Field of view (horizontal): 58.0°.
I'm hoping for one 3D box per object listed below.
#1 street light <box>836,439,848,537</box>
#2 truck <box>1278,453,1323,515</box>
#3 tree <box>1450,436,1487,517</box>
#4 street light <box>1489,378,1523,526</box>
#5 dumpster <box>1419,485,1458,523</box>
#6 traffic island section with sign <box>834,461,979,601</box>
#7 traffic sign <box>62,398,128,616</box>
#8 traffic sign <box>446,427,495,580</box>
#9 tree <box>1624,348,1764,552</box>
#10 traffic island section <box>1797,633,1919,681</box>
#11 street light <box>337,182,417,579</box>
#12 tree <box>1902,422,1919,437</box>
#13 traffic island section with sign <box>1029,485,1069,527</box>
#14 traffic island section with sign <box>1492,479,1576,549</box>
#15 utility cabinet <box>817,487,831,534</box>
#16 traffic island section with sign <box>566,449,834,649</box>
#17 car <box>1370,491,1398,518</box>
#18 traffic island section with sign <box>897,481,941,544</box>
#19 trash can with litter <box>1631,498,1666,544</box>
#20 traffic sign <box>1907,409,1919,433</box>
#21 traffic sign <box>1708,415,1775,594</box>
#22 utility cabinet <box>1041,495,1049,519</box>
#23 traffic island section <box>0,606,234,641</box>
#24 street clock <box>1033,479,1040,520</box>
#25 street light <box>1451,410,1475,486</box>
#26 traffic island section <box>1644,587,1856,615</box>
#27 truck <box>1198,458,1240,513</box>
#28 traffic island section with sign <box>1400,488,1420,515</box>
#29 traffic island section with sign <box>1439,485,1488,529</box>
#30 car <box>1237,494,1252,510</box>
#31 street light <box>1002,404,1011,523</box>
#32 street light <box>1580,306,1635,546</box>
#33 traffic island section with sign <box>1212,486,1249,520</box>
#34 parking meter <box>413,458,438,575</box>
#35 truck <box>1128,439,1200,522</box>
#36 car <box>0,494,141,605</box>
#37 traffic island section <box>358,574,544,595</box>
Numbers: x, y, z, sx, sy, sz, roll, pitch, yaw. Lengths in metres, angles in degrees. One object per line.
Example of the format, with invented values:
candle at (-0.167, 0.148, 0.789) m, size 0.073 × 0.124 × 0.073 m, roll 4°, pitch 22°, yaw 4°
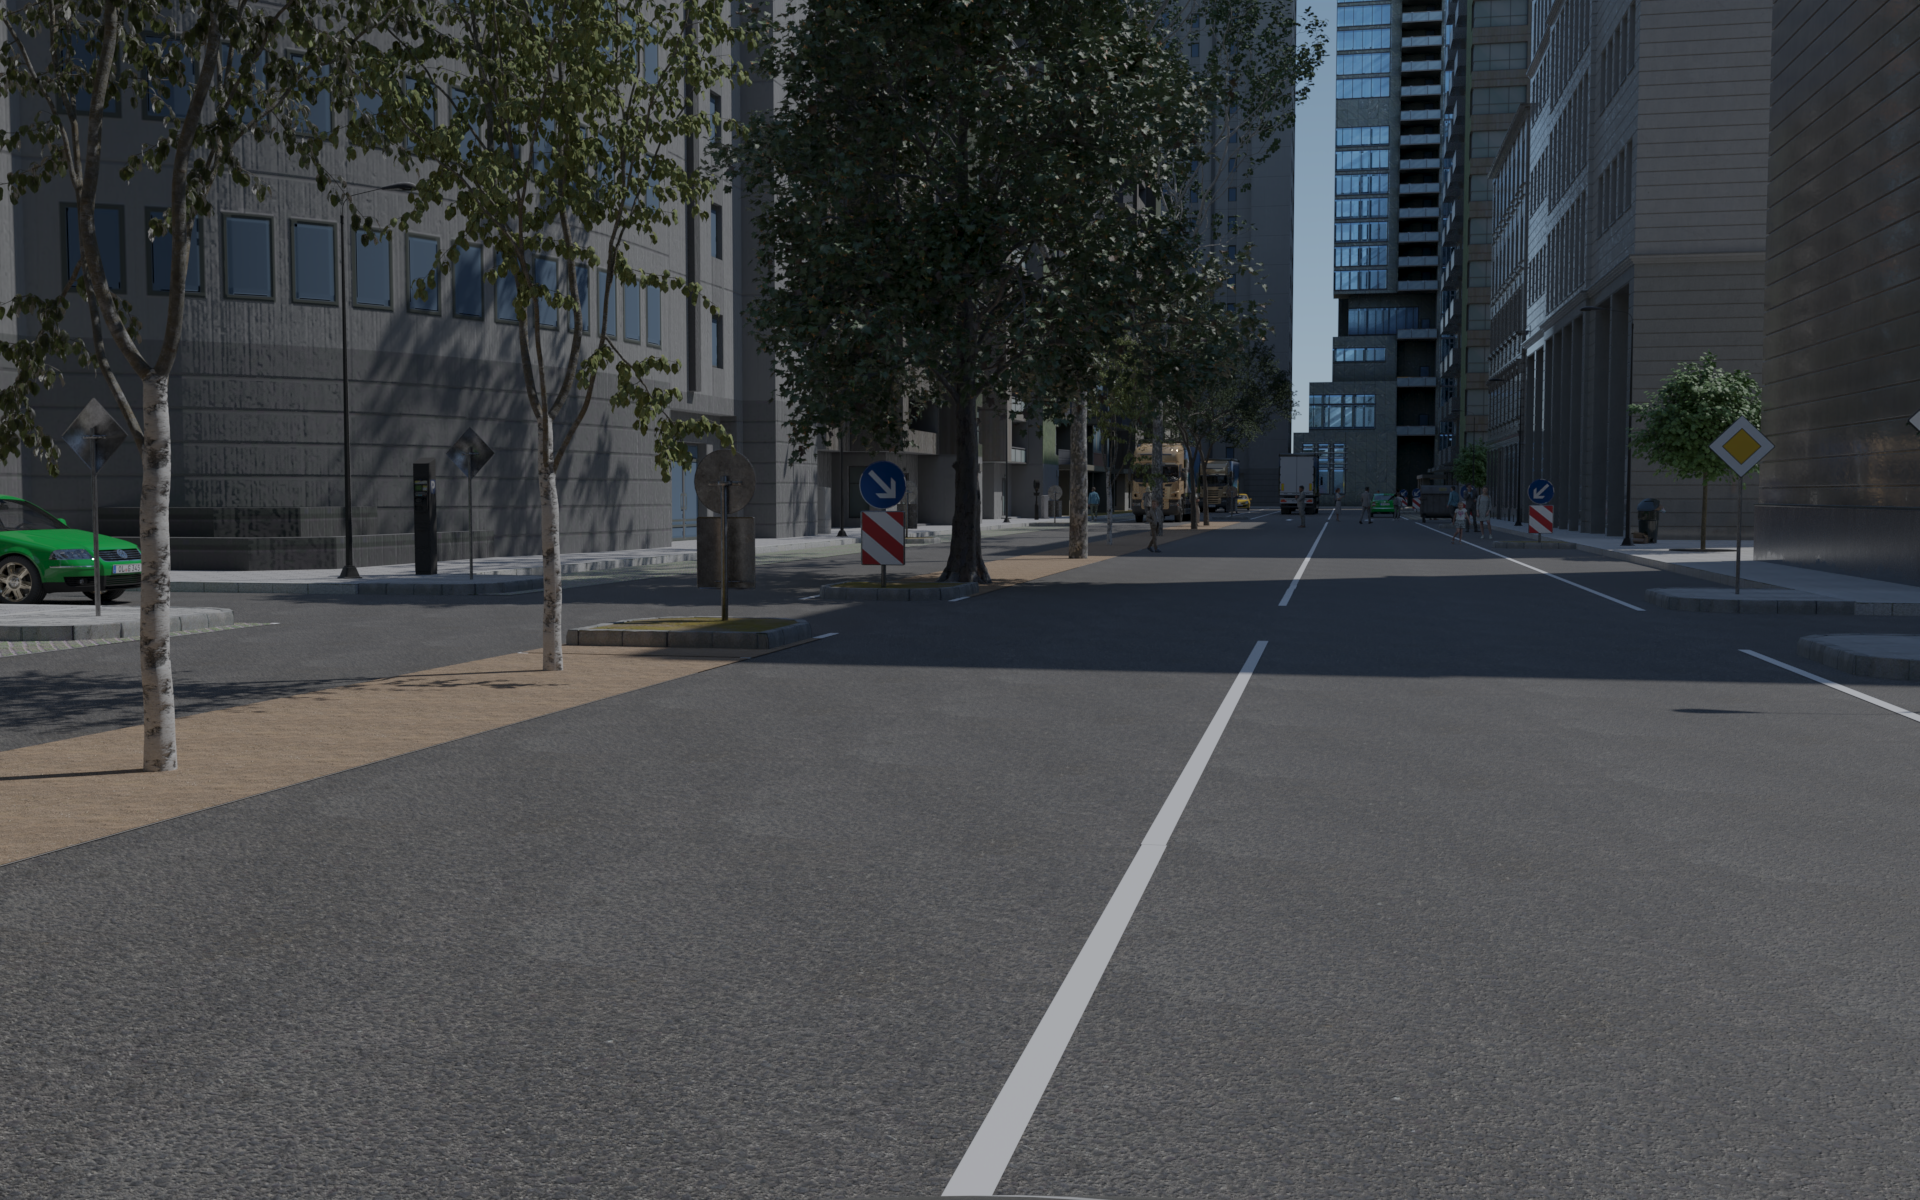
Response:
street light at (-3.021, -4.846, 51.779) m, size 1.470 × 5.913 × 1.316 m, roll 1°, pitch 4°, yaw 12°
truck at (24.455, -8.288, 124.418) m, size 2.839 × 4.237 × 11.283 m, roll 1°, pitch 4°, yaw 14°
tree at (29.639, -7.036, 98.751) m, size 4.285 × 4.588 × 4.351 m, roll 0°, pitch 3°, yaw 0°
street light at (21.911, -5.934, 69.557) m, size 1.470 × 5.913 × 1.316 m, roll 1°, pitch 4°, yaw 12°
dumpster at (23.788, -4.762, 86.080) m, size 1.865 × 1.857 × 1.264 m, roll 1°, pitch 4°, yaw 12°
traffic island section with sign at (-0.913, -0.984, 24.226) m, size 2.006 × 1.907 × 1.989 m, roll 1°, pitch 4°, yaw 12°
traffic sign at (-9.049, -0.886, 18.128) m, size 0.795 × 2.450 × 0.064 m, roll 1°, pitch 4°, yaw 12°
traffic sign at (-7.328, -1.363, 25.926) m, size 0.795 × 2.450 × 0.064 m, roll 1°, pitch 4°, yaw 12°
tree at (16.801, -3.374, 38.884) m, size 4.285 × 4.588 × 4.351 m, roll 0°, pitch 3°, yaw 0°
traffic island section at (8.251, 0.483, 14.380) m, size 2.009 × 0.180 × 2.903 m, roll 1°, pitch 4°, yaw 12°
street light at (-8.761, -3.273, 26.058) m, size 1.470 × 5.913 × 1.316 m, roll 1°, pitch 4°, yaw 12°
tree at (12.137, -1.564, 20.176) m, size 1.663 × 3.219 × 1.824 m, roll 0°, pitch 3°, yaw 0°
traffic island section with sign at (4.191, -4.165, 76.725) m, size 1.989 × 1.847 × 2.006 m, roll 1°, pitch 4°, yaw 12°
traffic island section with sign at (15.290, -2.298, 46.198) m, size 1.989 × 1.847 × 2.006 m, roll 1°, pitch 4°, yaw 12°
utility cabinet at (-4.631, -2.831, 54.970) m, size 1.173 × 1.500 × 0.318 m, roll 3°, pitch 4°, yaw 36°
traffic island section with sign at (-2.519, -0.542, 16.994) m, size 2.006 × 1.907 × 1.989 m, roll 1°, pitch 4°, yaw 12°
car at (26.134, -5.995, 106.806) m, size 1.959 × 1.807 × 4.718 m, roll 1°, pitch 4°, yaw 12°
traffic island section with sign at (-1.626, -2.555, 50.403) m, size 1.989 × 1.847 × 2.006 m, roll 1°, pitch 4°, yaw 12°
trash can with litter at (17.763, -2.041, 44.762) m, size 0.624 × 1.170 × 1.055 m, roll 3°, pitch 5°, yaw 39°
traffic sign at (8.226, -0.652, 14.308) m, size 0.795 × 2.450 × 0.064 m, roll 1°, pitch 4°, yaw 12°
traffic sign at (9.947, -1.129, 22.106) m, size 0.795 × 2.450 × 0.064 m, roll 1°, pitch 4°, yaw 12°
utility cabinet at (4.411, -4.812, 89.833) m, size 0.306 × 1.237 × 1.020 m, roll 0°, pitch 4°, yaw -6°
traffic island section at (-9.074, 0.250, 18.195) m, size 2.009 × 0.180 × 2.903 m, roll 1°, pitch 4°, yaw 12°
street clock at (3.798, -4.971, 85.849) m, size 0.358 × 2.002 × 0.471 m, roll -1°, pitch 4°, yaw -10°
street light at (27.646, -7.498, 95.127) m, size 1.470 × 5.913 × 1.316 m, roll 1°, pitch 4°, yaw 12°
traffic island section at (9.972, 0.006, 22.178) m, size 2.009 × 0.180 × 2.903 m, roll 1°, pitch 4°, yaw 12°
truck at (20.492, -9.087, 137.485) m, size 2.839 × 4.237 × 11.283 m, roll 1°, pitch 4°, yaw 14°
traffic island section with sign at (31.924, -6.906, 121.546) m, size 1.989 × 1.847 × 2.006 m, roll 1°, pitch 4°, yaw 12°
traffic island section with sign at (21.105, -3.908, 72.521) m, size 1.989 × 1.847 × 2.006 m, roll 1°, pitch 4°, yaw 12°
car at (25.045, -8.843, 154.813) m, size 2.015 × 1.641 × 3.980 m, roll 1°, pitch 4°, yaw 10°
street light at (2.619, -6.411, 77.359) m, size 1.470 × 5.913 × 1.316 m, roll 1°, pitch 4°, yaw 12°
street light at (16.031, -4.303, 42.902) m, size 1.470 × 5.913 × 1.316 m, roll 1°, pitch 4°, yaw 12°
traffic island section with sign at (15.278, -5.472, 97.606) m, size 2.006 × 1.907 × 1.989 m, roll 1°, pitch 4°, yaw 12°
parking meter at (-8.503, -1.335, 27.539) m, size 0.255 × 1.863 × 0.399 m, roll 0°, pitch 4°, yaw 2°
truck at (10.850, -6.237, 90.887) m, size 2.839 × 4.237 × 11.283 m, roll 1°, pitch 4°, yaw 13°
car at (-13.020, -0.855, 22.782) m, size 4.718 × 1.807 × 1.959 m, roll 1°, pitch 4°, yaw 12°
traffic island section at (-7.352, -0.227, 25.993) m, size 2.009 × 0.180 × 2.903 m, roll 1°, pitch 4°, yaw 12°
